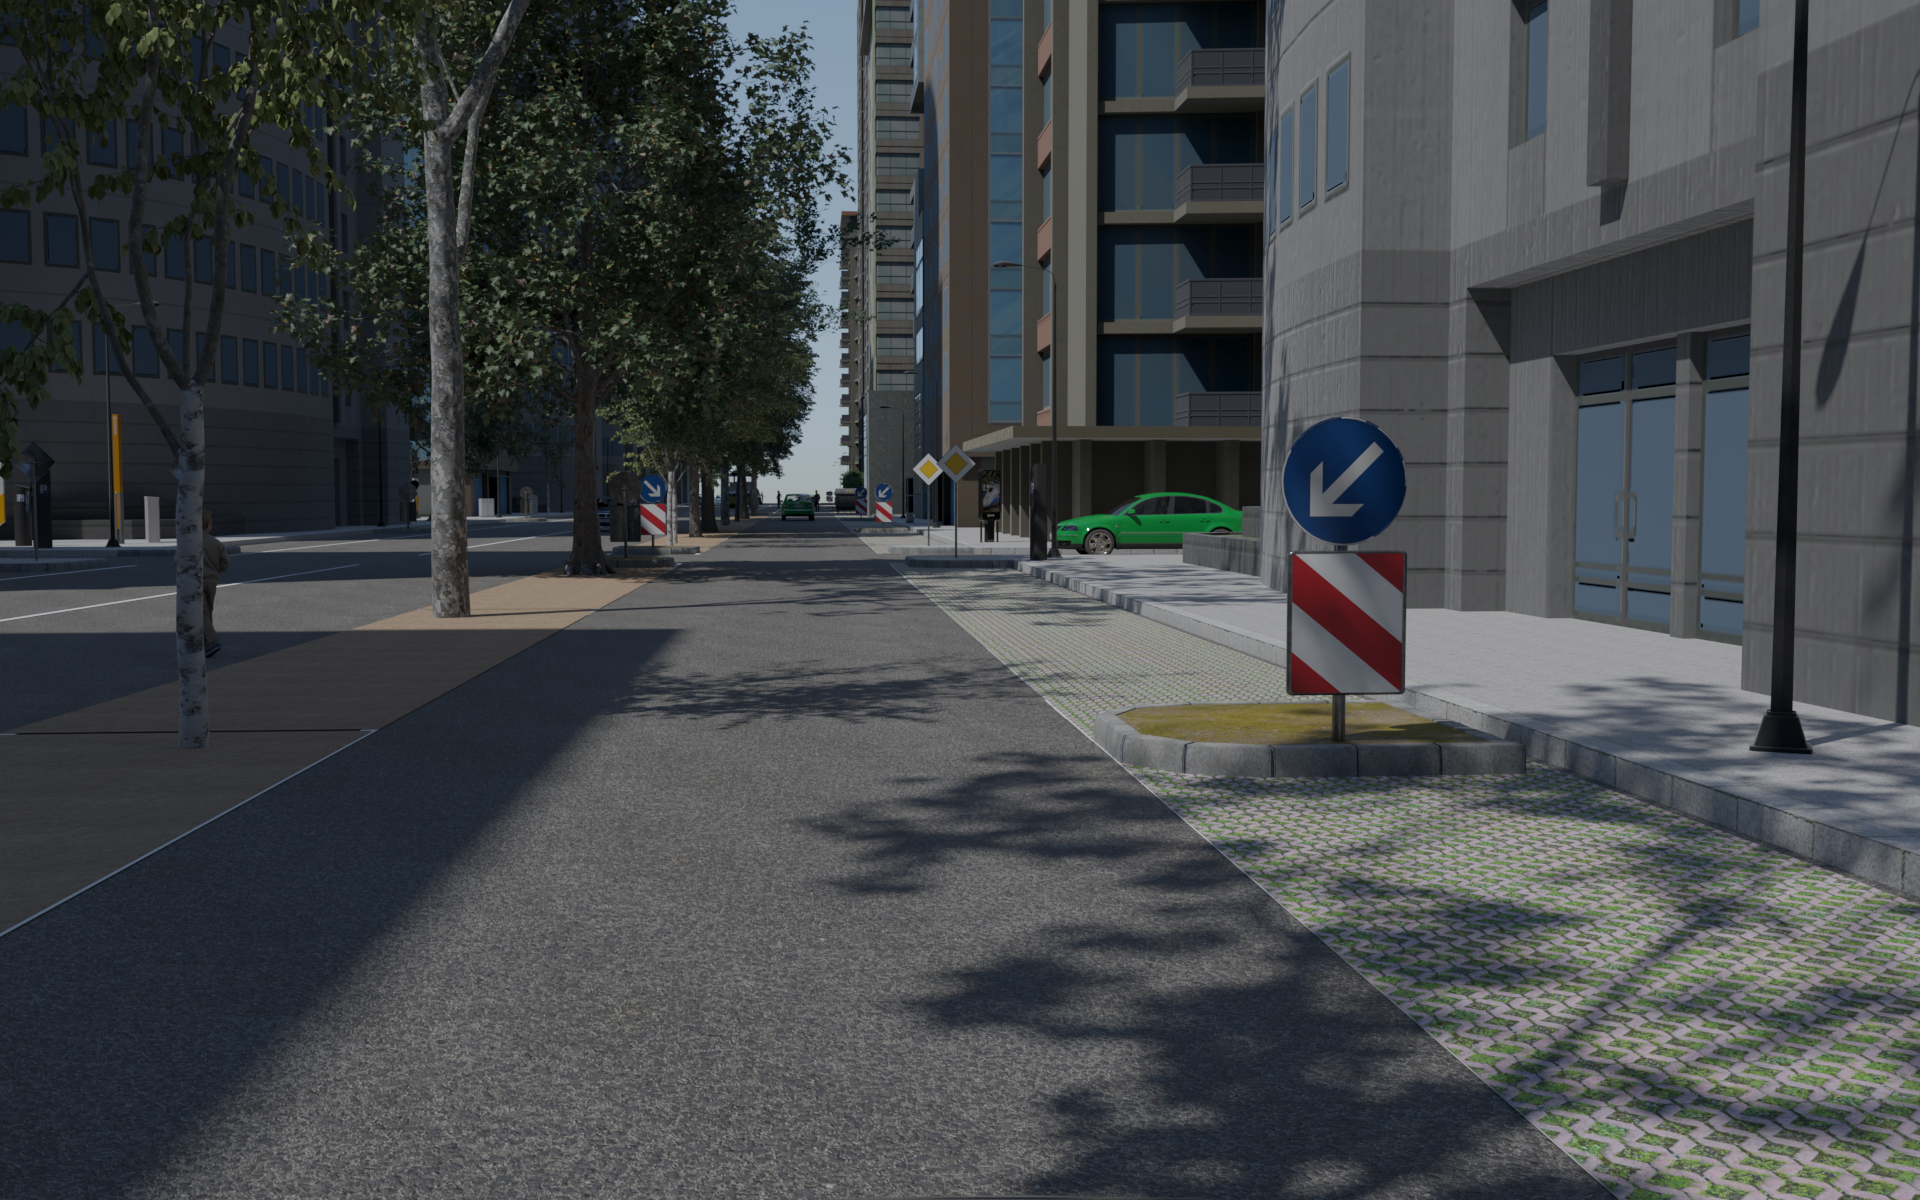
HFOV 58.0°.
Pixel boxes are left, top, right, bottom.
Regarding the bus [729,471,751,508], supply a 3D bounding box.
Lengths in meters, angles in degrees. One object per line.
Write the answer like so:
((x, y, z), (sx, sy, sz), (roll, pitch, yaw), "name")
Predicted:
((-22.481, -11.461, 178.933), (2.896, 3.916, 12.252), (0, 4, -4), "bus")

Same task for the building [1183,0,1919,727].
((14.700, -29.260, 20.409), (21.231, 58.520, 28.212), (0, 4, -5), "building")

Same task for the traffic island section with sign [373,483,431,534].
((-20.404, -3.375, 63.817), (1.989, 1.847, 2.006), (0, 4, -5), "traffic island section with sign")

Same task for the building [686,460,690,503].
((-47.093, -35.331, 261.250), (14.154, 41.232, 14.086), (0, 4, -5), "building")

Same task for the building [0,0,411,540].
((-32.918, -31.566, 58.111), (21.231, 58.520, 28.212), (0, 4, -5), "building")

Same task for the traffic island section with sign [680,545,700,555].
((-7.351, -2.058, 41.792), (2.006, 1.907, 1.989), (0, 4, -5), "traffic island section with sign")

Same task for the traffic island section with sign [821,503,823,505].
((-16.883, -13.187, 224.238), (1.989, 1.847, 2.006), (0, 4, -5), "traffic island section with sign")

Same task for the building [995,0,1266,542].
((14.790, -24.449, 54.367), (28.867, 44.769, 22.147), (0, 4, -5), "building")

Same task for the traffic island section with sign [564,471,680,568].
((-6.718, -1.607, 34.411), (2.006, 1.907, 1.989), (0, 4, -5), "traffic island section with sign")

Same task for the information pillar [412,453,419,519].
((-28.475, -6.067, 90.542), (0.183, 3.616, 0.504), (1, 4, 10), "information pillar")

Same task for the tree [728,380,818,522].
((-11.548, -9.307, 89.044), (8.767, 10.594, 7.601), (0, 4, -5), "tree")

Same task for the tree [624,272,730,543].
((-8.202, -5.917, 49.563), (4.360, 8.622, 3.978), (0, 3, 0), "tree")

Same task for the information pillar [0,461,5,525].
((-25.169, -3.286, 45.073), (0.504, 3.616, 0.183), (-1, 4, -9), "information pillar")

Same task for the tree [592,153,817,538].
((-8.543, -8.283, 56.010), (7.486, 12.596, 7.792), (0, 3, 0), "tree")

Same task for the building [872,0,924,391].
((0.487, -27.243, 129.024), (14.154, 41.232, 14.086), (0, 4, -5), "building")

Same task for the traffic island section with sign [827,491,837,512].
((-9.734, -8.167, 142.155), (1.989, 1.847, 2.006), (0, 4, -5), "traffic island section with sign")

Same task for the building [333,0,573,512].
((-41.341, -37.550, 155.940), (21.231, 58.520, 28.212), (0, 4, -5), "building")

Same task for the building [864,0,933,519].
((5.897, -48.231, 101.253), (22.319, 86.520, 31.000), (0, 4, -5), "building")

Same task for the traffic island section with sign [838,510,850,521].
((-5.369, -5.092, 91.881), (1.989, 1.847, 2.006), (0, 4, -5), "traffic island section with sign")

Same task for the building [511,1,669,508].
((-47.371, -40.925, 211.118), (21.231, 58.520, 28.212), (0, 4, -5), "building")

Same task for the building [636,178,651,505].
((-39.717, -30.226, 177.797), (14.154, 41.232, 14.086), (0, 4, -5), "building")

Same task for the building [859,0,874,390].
((4.370, -36.154, 180.352), (28.713, 52.752, 27.495), (0, 4, -5), "building")

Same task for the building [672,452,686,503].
((-45.074, -33.605, 233.034), (14.154, 41.232, 14.086), (0, 4, -5), "building")

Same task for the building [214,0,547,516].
((-39.036, -35.833, 127.874), (21.231, 58.520, 28.212), (0, 4, -5), "building")

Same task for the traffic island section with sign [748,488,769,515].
((-13.874, -6.637, 116.648), (2.006, 1.907, 1.989), (0, 4, -5), "traffic island section with sign")

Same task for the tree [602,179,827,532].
((-9.430, -9.515, 64.678), (9.857, 13.997, 8.962), (0, 3, 0), "tree")

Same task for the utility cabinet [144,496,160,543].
((-21.451, -2.132, 46.021), (0.306, 1.237, 1.020), (-2, 4, -29), "utility cabinet")

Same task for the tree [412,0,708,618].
((-4.609, -9.808, 18.710), (12.611, 20.169, 13.585), (0, 3, 0), "tree")

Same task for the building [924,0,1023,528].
((5.861, -25.794, 71.849), (14.600, 45.320, 14.200), (0, 4, -5), "building")

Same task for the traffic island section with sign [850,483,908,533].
((-2.972, -3.416, 64.485), (1.989, 1.847, 2.006), (0, 4, -5), "traffic island section with sign")

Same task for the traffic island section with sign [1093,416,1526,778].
((1.801, -0.062, 9.647), (1.989, 1.847, 2.006), (0, 4, -5), "traffic island section with sign")

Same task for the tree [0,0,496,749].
((-4.373, -3.480, 9.724), (4.737, 8.622, 4.395), (0, 3, 0), "tree")

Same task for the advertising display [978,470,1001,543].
((0.785, -2.505, 46.171), (0.123, 1.923, 0.974), (2, 4, 32), "advertising display")

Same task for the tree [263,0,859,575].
((-6.613, -6.778, 30.288), (9.611, 12.733, 9.660), (0, 3, 0), "tree")

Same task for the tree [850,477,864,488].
((-11.698, -12.660, 201.587), (1.663, 3.219, 1.824), (0, 3, 0), "tree")

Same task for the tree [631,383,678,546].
((-7.588, -5.635, 44.959), (4.737, 8.622, 4.395), (0, 3, 0), "tree")

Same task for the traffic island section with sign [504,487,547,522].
((-22.761, -5.029, 90.849), (1.989, 1.847, 2.006), (0, 4, -5), "traffic island section with sign")

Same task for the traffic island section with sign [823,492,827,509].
((-12.072, -9.809, 169.009), (1.989, 1.847, 2.006), (0, 4, -5), "traffic island section with sign")

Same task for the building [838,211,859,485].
((-7.167, -37.185, 262.606), (22.147, 44.769, 28.867), (0, 4, -5), "building")

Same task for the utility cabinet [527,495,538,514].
((-27.152, -6.036, 109.854), (0.306, 1.237, 1.020), (1, 4, 14), "utility cabinet")

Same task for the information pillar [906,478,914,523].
((-2.227, -4.426, 76.864), (0.304, 2.012, 0.304), (-1, 4, -18), "information pillar")

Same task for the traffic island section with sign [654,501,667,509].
((-29.439, -9.720, 167.556), (1.989, 1.847, 2.006), (0, 4, -5), "traffic island section with sign")

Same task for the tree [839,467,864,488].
((-12.701, -13.512, 204.640), (4.285, 4.588, 4.351), (0, 3, 0), "tree")

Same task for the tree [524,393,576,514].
((-26.783, -9.972, 113.412), (4.360, 8.622, 3.978), (0, 3, 0), "tree")

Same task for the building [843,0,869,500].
((-5.714, -48.862, 237.139), (20.563, 71.187, 20.611), (0, 4, -5), "building")

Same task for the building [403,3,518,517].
((-34.443, -27.613, 101.590), (14.600, 45.320, 14.200), (0, 4, -5), "building")
